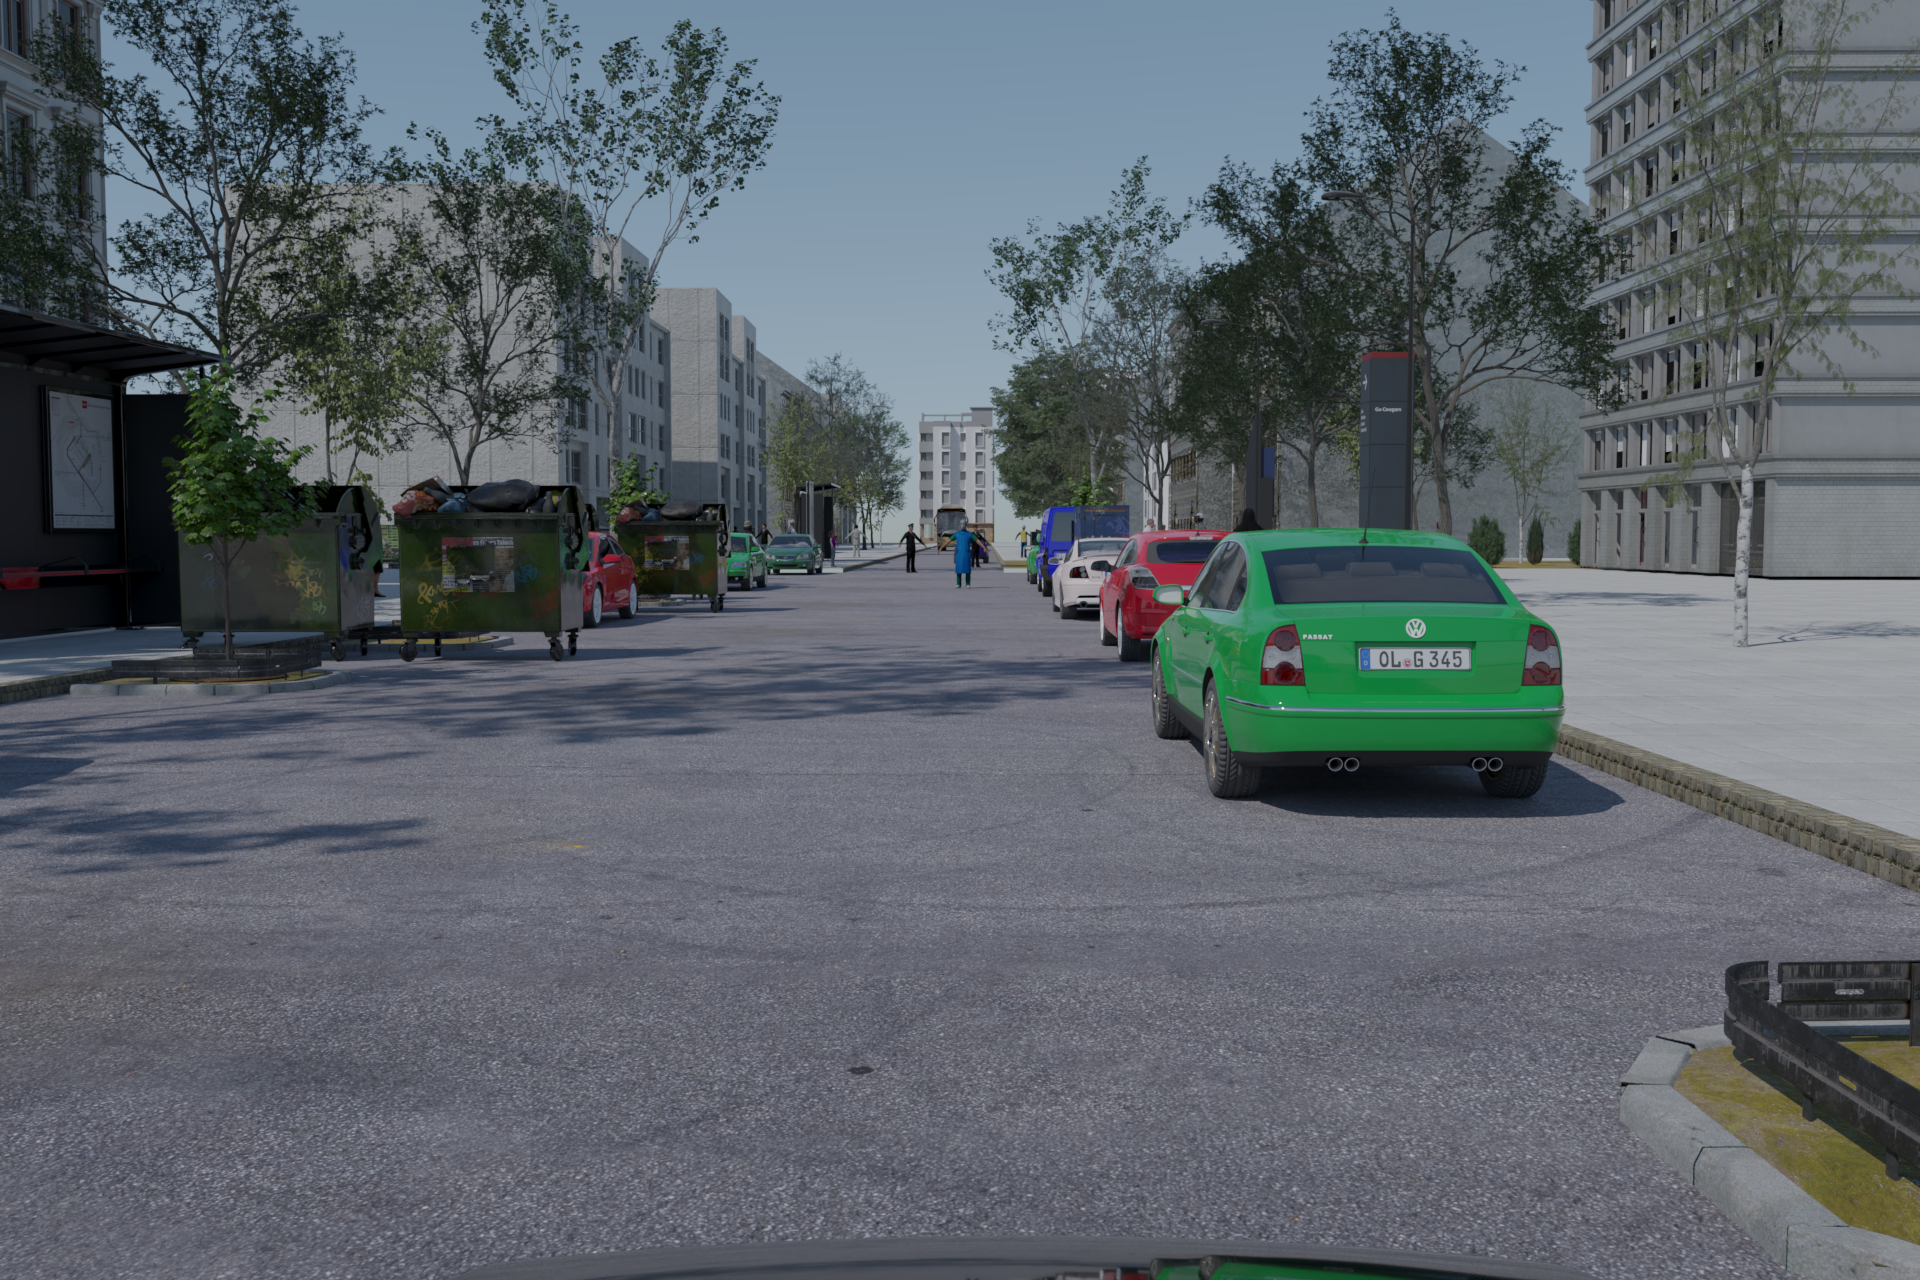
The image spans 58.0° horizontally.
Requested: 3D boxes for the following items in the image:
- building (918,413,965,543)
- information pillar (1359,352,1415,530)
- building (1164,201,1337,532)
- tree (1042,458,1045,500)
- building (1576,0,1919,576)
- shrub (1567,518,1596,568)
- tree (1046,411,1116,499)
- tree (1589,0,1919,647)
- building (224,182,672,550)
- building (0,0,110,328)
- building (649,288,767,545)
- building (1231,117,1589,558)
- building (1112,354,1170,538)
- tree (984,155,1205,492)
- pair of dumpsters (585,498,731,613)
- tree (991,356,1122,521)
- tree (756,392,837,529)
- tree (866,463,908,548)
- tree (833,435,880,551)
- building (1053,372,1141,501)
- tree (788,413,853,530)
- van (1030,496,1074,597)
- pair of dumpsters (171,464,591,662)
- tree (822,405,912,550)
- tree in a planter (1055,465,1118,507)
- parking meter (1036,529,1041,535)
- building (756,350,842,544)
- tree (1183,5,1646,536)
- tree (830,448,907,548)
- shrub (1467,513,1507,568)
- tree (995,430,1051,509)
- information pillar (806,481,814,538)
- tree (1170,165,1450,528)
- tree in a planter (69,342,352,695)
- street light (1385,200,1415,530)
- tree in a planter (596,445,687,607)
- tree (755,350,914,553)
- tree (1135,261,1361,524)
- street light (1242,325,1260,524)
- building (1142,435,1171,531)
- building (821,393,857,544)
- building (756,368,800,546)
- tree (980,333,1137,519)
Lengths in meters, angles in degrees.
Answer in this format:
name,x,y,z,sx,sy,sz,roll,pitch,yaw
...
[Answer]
name,x,y,z,sx,sy,sz,roll,pitch,yaw
building,-5.896,-24.580,260.753,11.380,20.090,16.016,0,4,-4
information pillar,6.141,-2.177,24.973,0.750,3.857,0.750,0,4,1
building,24.693,-17.664,119.730,19.493,23.208,18.063,0,4,1
tree,8.022,-13.373,153.065,8.767,10.594,7.601,0,4,-6
building,26.702,-12.744,55.037,8.464,21.280,15.925,0,4,1
shrub,23.659,-3.741,65.205,1.661,2.075,1.752,0,3,0
tree,6.721,-9.262,101.797,4.360,8.622,3.978,0,3,0
tree,8.667,-4.217,19.305,4.360,8.622,3.978,0,3,0
building,-28.443,-14.483,103.252,16.747,18.905,31.486,0,4,1
building,-31.344,-12.685,43.556,11.583,22.565,21.152,0,3,0
building,-25.826,-16.752,140.345,16.747,18.905,31.486,0,3,0
building,26.397,-16.483,100.432,19.493,23.208,18.063,0,4,1
building,26.561,-21.932,189.516,19.493,23.208,18.063,0,4,1
tree,7.124,-14.229,88.526,12.611,20.169,13.585,0,3,0
pair of dumpsters,-6.484,-1.641,31.780,4.436,2.255,1.574,0,4,1
tree,6.768,-13.151,121.668,9.857,13.997,8.962,0,3,0
tree,-8.819,-8.590,90.802,4.737,8.622,4.395,0,3,0
tree,-7.256,-12.950,162.100,4.737,8.622,4.395,0,3,0
tree,-7.854,-10.890,128.411,4.737,8.622,4.395,0,3,0
building,25.347,-23.845,233.837,27.936,21.610,32.646,0,4,1
tree,-8.130,-9.439,104.694,4.360,8.622,3.978,0,3,0
van,2.827,-2.247,41.119,2.240,2.365,5.245,0,4,0
pair of dumpsters,-6.576,-0.911,19.839,4.436,2.255,1.574,0,4,0
tree,-7.605,-13.040,138.958,9.928,11.665,9.643,0,3,0
tree in a planter,3.265,-2.916,44.894,1.991,3.239,1.994,0,4,1
parking meter,3.846,-4.618,83.909,0.372,1.533,0.369,0,3,0
building,-24.373,-23.061,207.980,19.493,23.208,18.063,0,4,1
tree,8.454,-5.879,30.538,8.767,10.594,7.601,-3,4,-37
tree,-8.107,-13.456,154.419,7.601,10.594,8.767,1,4,17
shrub,19.722,-3.731,65.046,1.661,2.075,1.752,0,3,0
tree,8.394,-15.808,168.836,12.009,13.543,11.850,0,3,0
information pillar,-6.672,-5.250,77.158,0.184,3.620,1.656,0,4,1
tree,8.847,-6.720,44.286,7.601,10.594,8.767,1,4,12
tree in a planter,-6.919,-1.166,16.281,1.991,3.239,1.994,0,4,2
street light,6.666,-3.121,23.567,1.470,5.913,1.316,0,4,1
tree in a planter,-6.610,-2.310,34.987,1.991,3.239,1.994,0,4,1
tree,-8.632,-12.604,116.453,12.009,13.543,11.850,0,3,0
tree,9.401,-7.441,56.079,7.601,10.594,8.767,-3,5,-41
street light,6.993,-3.976,37.554,1.470,5.913,1.316,0,4,1
building,20.918,-12.336,143.840,9.099,9.664,28.070,0,4,1
building,-23.550,-22.446,233.454,16.747,18.905,31.486,0,4,1
building,-27.707,-21.904,189.062,19.493,23.208,18.063,0,4,1
tree,6.447,-12.420,109.728,9.857,13.997,8.962,0,3,0
